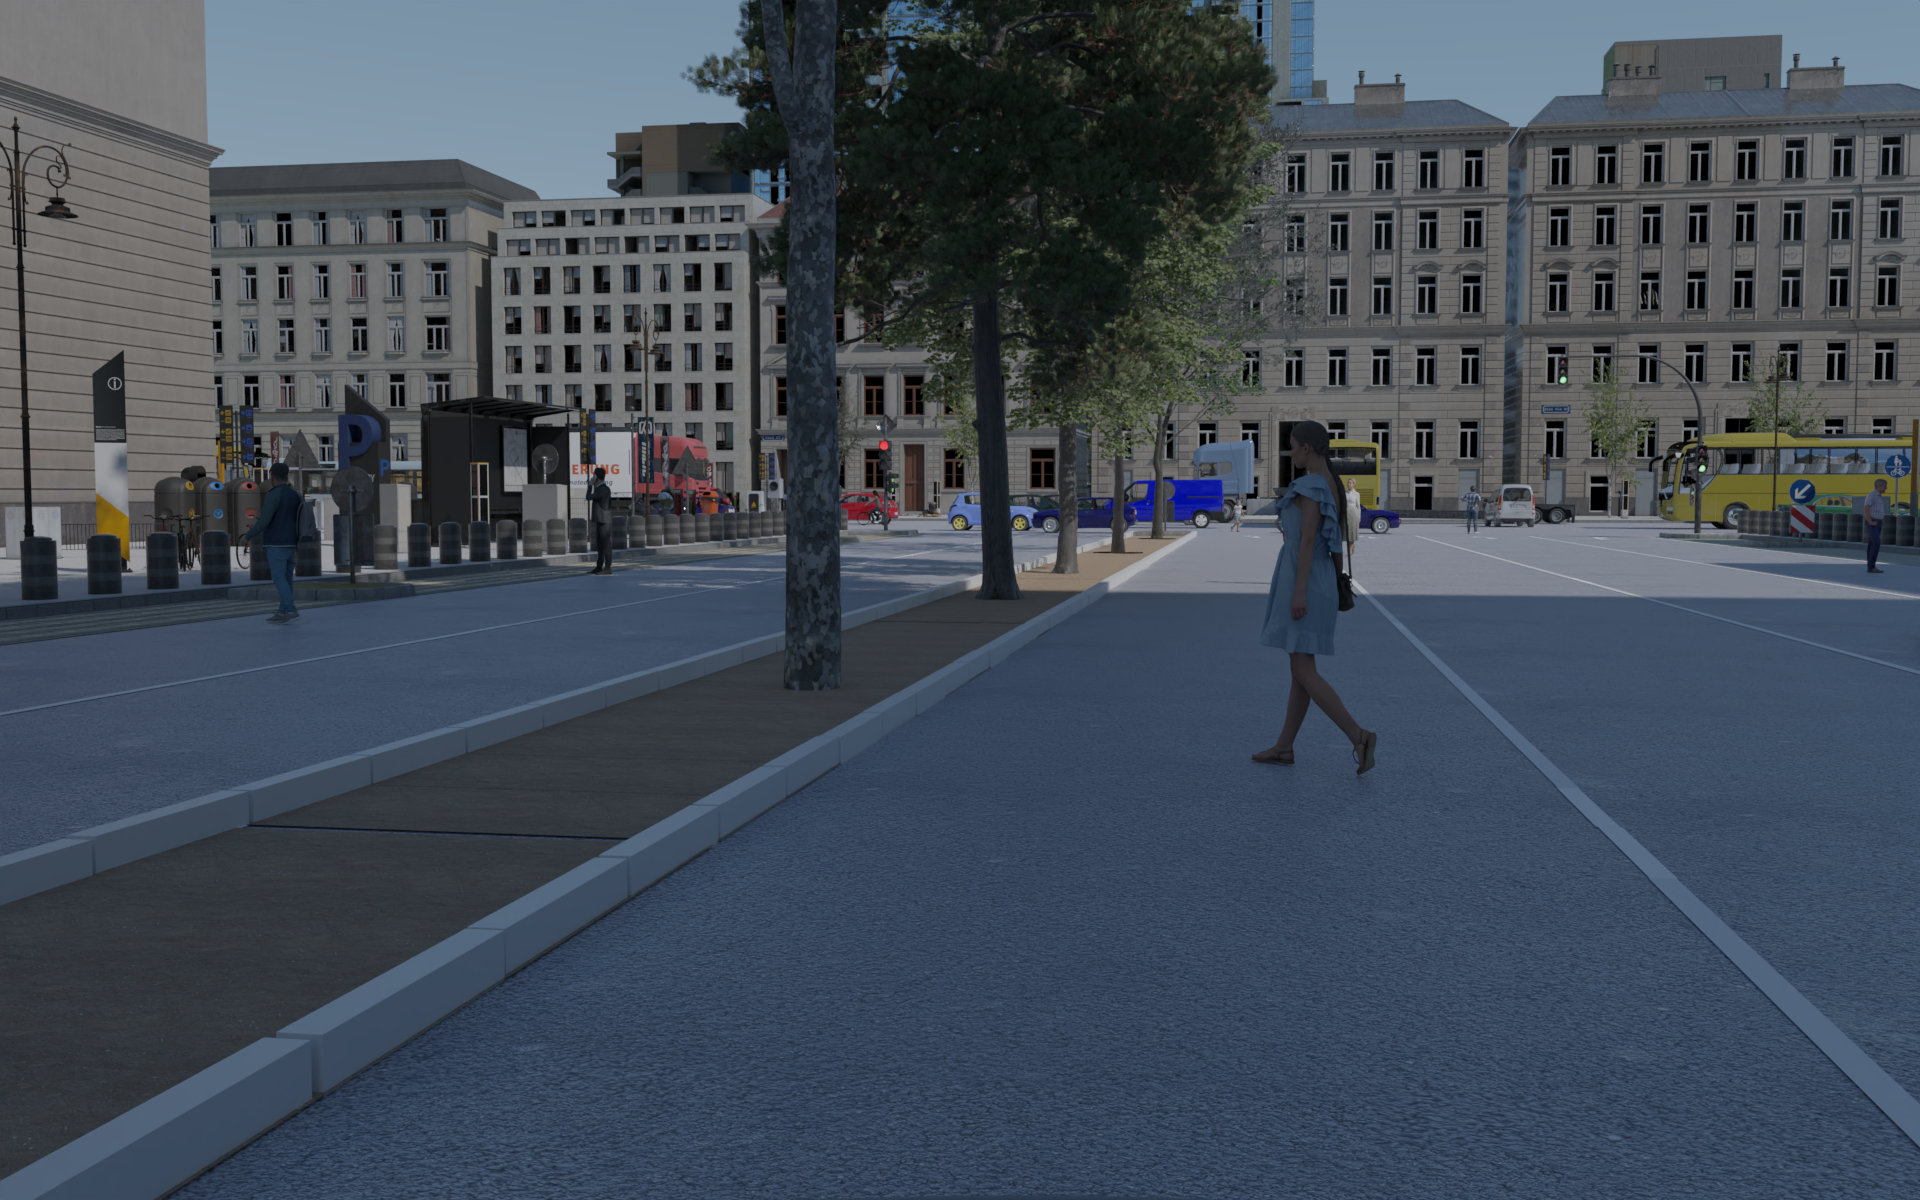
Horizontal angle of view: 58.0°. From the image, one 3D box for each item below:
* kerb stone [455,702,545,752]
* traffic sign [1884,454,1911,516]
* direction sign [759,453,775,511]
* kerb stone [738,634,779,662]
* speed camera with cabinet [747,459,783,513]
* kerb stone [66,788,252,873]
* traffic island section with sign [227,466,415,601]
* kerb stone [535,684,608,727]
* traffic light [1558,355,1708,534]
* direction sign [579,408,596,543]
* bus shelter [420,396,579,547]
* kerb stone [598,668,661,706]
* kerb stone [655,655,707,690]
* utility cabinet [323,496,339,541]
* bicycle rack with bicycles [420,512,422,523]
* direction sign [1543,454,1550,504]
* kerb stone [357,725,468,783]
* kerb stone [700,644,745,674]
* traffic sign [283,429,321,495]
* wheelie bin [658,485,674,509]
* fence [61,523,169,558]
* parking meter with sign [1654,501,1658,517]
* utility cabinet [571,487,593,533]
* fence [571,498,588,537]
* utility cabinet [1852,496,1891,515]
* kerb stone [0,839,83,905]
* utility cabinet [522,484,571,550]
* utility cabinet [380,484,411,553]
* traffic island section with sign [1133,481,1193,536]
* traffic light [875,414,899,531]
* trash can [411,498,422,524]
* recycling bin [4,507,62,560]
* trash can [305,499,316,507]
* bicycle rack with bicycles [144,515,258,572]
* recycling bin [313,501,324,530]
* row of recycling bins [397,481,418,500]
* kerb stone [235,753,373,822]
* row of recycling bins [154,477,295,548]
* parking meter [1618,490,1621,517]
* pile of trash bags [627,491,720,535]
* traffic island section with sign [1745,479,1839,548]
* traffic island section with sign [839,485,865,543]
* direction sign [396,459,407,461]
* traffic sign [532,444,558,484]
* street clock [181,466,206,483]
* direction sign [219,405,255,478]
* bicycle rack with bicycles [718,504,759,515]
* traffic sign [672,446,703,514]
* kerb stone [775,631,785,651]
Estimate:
[{"bbox_3d":[-2.679,0.744,10.036,0.120,0.150,1.000,1,4,10],"label":"kerb stone"},{"bbox_3d":[29.957,-3.381,55.393,0.768,2.556,0.104,1,4,17],"label":"traffic sign"},{"bbox_3d":[-10.580,-6.296,94.933,0.876,3.537,0.379,0,4,0],"label":"direction sign"},{"bbox_3d":[-1.801,0.433,15.108,0.120,0.150,1.000,1,4,10],"label":"kerb stone"},{"bbox_3d":[-11.075,-6.356,98.255,2.038,3.252,0.660,1,4,18],"label":"speed camera with cabinet"},{"bbox_3d":[-3.215,0.930,6.997,0.120,0.150,1.000,1,4,10],"label":"kerb stone"},{"bbox_3d":[-8.724,-0.944,24.056,1.989,1.847,2.006,1,4,10],"label":"traffic island section with sign"},{"bbox_3d":[-2.507,0.681,11.054,0.120,0.150,1.000,1,4,10],"label":"kerb stone"},{"bbox_3d":[21.896,-5.004,56.481,4.771,5.953,1.251,1,4,10],"label":"traffic light"},{"bbox_3d":[-9.855,-3.299,45.930,0.379,3.537,0.876,1,4,14],"label":"direction sign"},{"bbox_3d":[-11.705,-3.266,44.682,1.731,3.624,6.357,1,4,10],"label":"bus shelter"},{"bbox_3d":[-2.333,0.619,12.073,0.120,0.150,1.000,1,4,10],"label":"kerb stone"},{"bbox_3d":[-2.147,0.557,13.082,0.120,0.150,1.000,1,4,10],"label":"kerb stone"},{"bbox_3d":[-16.990,-2.236,47.728,1.020,1.237,0.306,1,4,10],"label":"utility cabinet"},{"bbox_3d":[-15.788,-2.400,52.629,2.852,0.926,2.925,0,4,7],"label":"bicycle rack with bicycles"},{"bbox_3d":[33.140,-6.479,97.934,0.379,3.537,0.876,3,5,42],"label":"direction sign"},{"bbox_3d":[-2.857,0.806,9.018,0.120,0.150,1.000,1,4,10],"label":"kerb stone"},{"bbox_3d":[-1.977,0.495,14.094,0.120,0.150,1.000,1,4,10],"label":"kerb stone"},{"bbox_3d":[-13.237,-2.127,34.775,0.884,2.594,0.081,1,4,12],"label":"traffic sign"},{"bbox_3d":[-10.378,-3.300,61.869,0.693,1.594,0.980,0,4,3],"label":"wheelie bin"},{"bbox_3d":[-17.104,-1.203,35.049,2.069,0.683,0.278,-2,4,-24],"label":"fence"},{"bbox_3d":[40.435,-6.255,98.527,1.738,3.016,0.543,0,3,0],"label":"parking meter with sign"},{"bbox_3d":[-12.451,-2.940,56.741,0.318,1.500,1.173,2,4,31],"label":"utility cabinet"},{"bbox_3d":[-11.973,-2.516,52.333,2.264,1.192,0.480,2,4,33],"label":"fence"},{"bbox_3d":[27.337,-2.497,51.984,1.020,1.237,0.306,2,4,29],"label":"utility cabinet"},{"bbox_3d":[-3.382,0.999,5.981,0.120,0.150,1.000,1,4,10],"label":"kerb stone"},{"bbox_3d":[-9.338,-1.855,39.006,1.173,1.500,0.318,3,4,36],"label":"utility cabinet"},{"bbox_3d":[-12.316,-1.783,37.827,0.318,1.500,1.173,-3,4,-36],"label":"utility cabinet"},{"bbox_3d":[7.022,-3.145,59.560,2.006,1.907,1.989,1,4,10],"label":"traffic island section with sign"},{"bbox_3d":[-2.594,-4.400,60.855,0.839,4.253,0.868,1,4,10],"label":"traffic light"},{"bbox_3d":[-18.847,-3.017,60.982,0.748,1.137,0.748,0,3,0],"label":"trash can"},{"bbox_3d":[-18.241,-1.317,34.093,0.722,1.027,0.722,1,4,14],"label":"recycling bin"},{"bbox_3d":[-20.434,-2.592,54.030,0.748,1.137,0.748,0,3,0],"label":"trash can"},{"bbox_3d":[-12.799,-1.004,29.795,2.852,0.926,2.925,0,4,-6],"label":"bicycle rack with bicycles"},{"bbox_3d":[-22.852,-3.065,62.661,0.722,1.027,0.722,-3,4,-36],"label":"recycling bin"},{"bbox_3d":[-18.889,-2.995,56.079,3.534,1.692,1.069,2,4,33],"label":"row of recycling bins"},{"bbox_3d":[-3.034,0.868,8.007,0.120,0.150,1.000,1,4,10],"label":"kerb stone"},{"bbox_3d":[-17.834,-2.138,42.064,1.069,1.692,3.534,2,4,34],"label":"row of recycling bins"},{"bbox_3d":[37.249,-5.449,97.501,0.372,1.533,0.369,0,3,0],"label":"parking meter"},{"bbox_3d":[-9.049,-2.763,54.920,3.447,1.369,1.912,2,4,29],"label":"pile of trash bags"},{"bbox_3d":[22.329,-2.325,46.643,1.989,1.847,2.006,1,4,10],"label":"traffic island section with sign"},{"bbox_3d":[-3.919,-2.634,51.687,1.989,1.847,2.006,1,4,10],"label":"traffic island section with sign"},{"bbox_3d":[-35.614,-7.253,110.575,0.379,3.537,0.876,2,4,33],"label":"direction sign"},{"bbox_3d":[-10.513,-2.675,43.846,0.768,2.556,0.104,1,4,19],"label":"traffic sign"},{"bbox_3d":[-20.644,-2.568,46.550,0.471,2.002,0.358,0,4,2],"label":"street clock"},{"bbox_3d":[-18.453,-3.196,44.254,0.876,3.537,0.379,0,4,2],"label":"direction sign"},{"bbox_3d":[-7.962,-2.878,60.435,2.852,0.926,2.925,1,4,15],"label":"bicycle rack with bicycles"},{"bbox_3d":[-7.305,-2.840,46.433,0.884,2.594,0.081,1,4,12],"label":"traffic sign"},{"bbox_3d":[-1.618,0.373,16.124,0.120,0.150,1.000,1,4,10],"label":"kerb stone"}]
